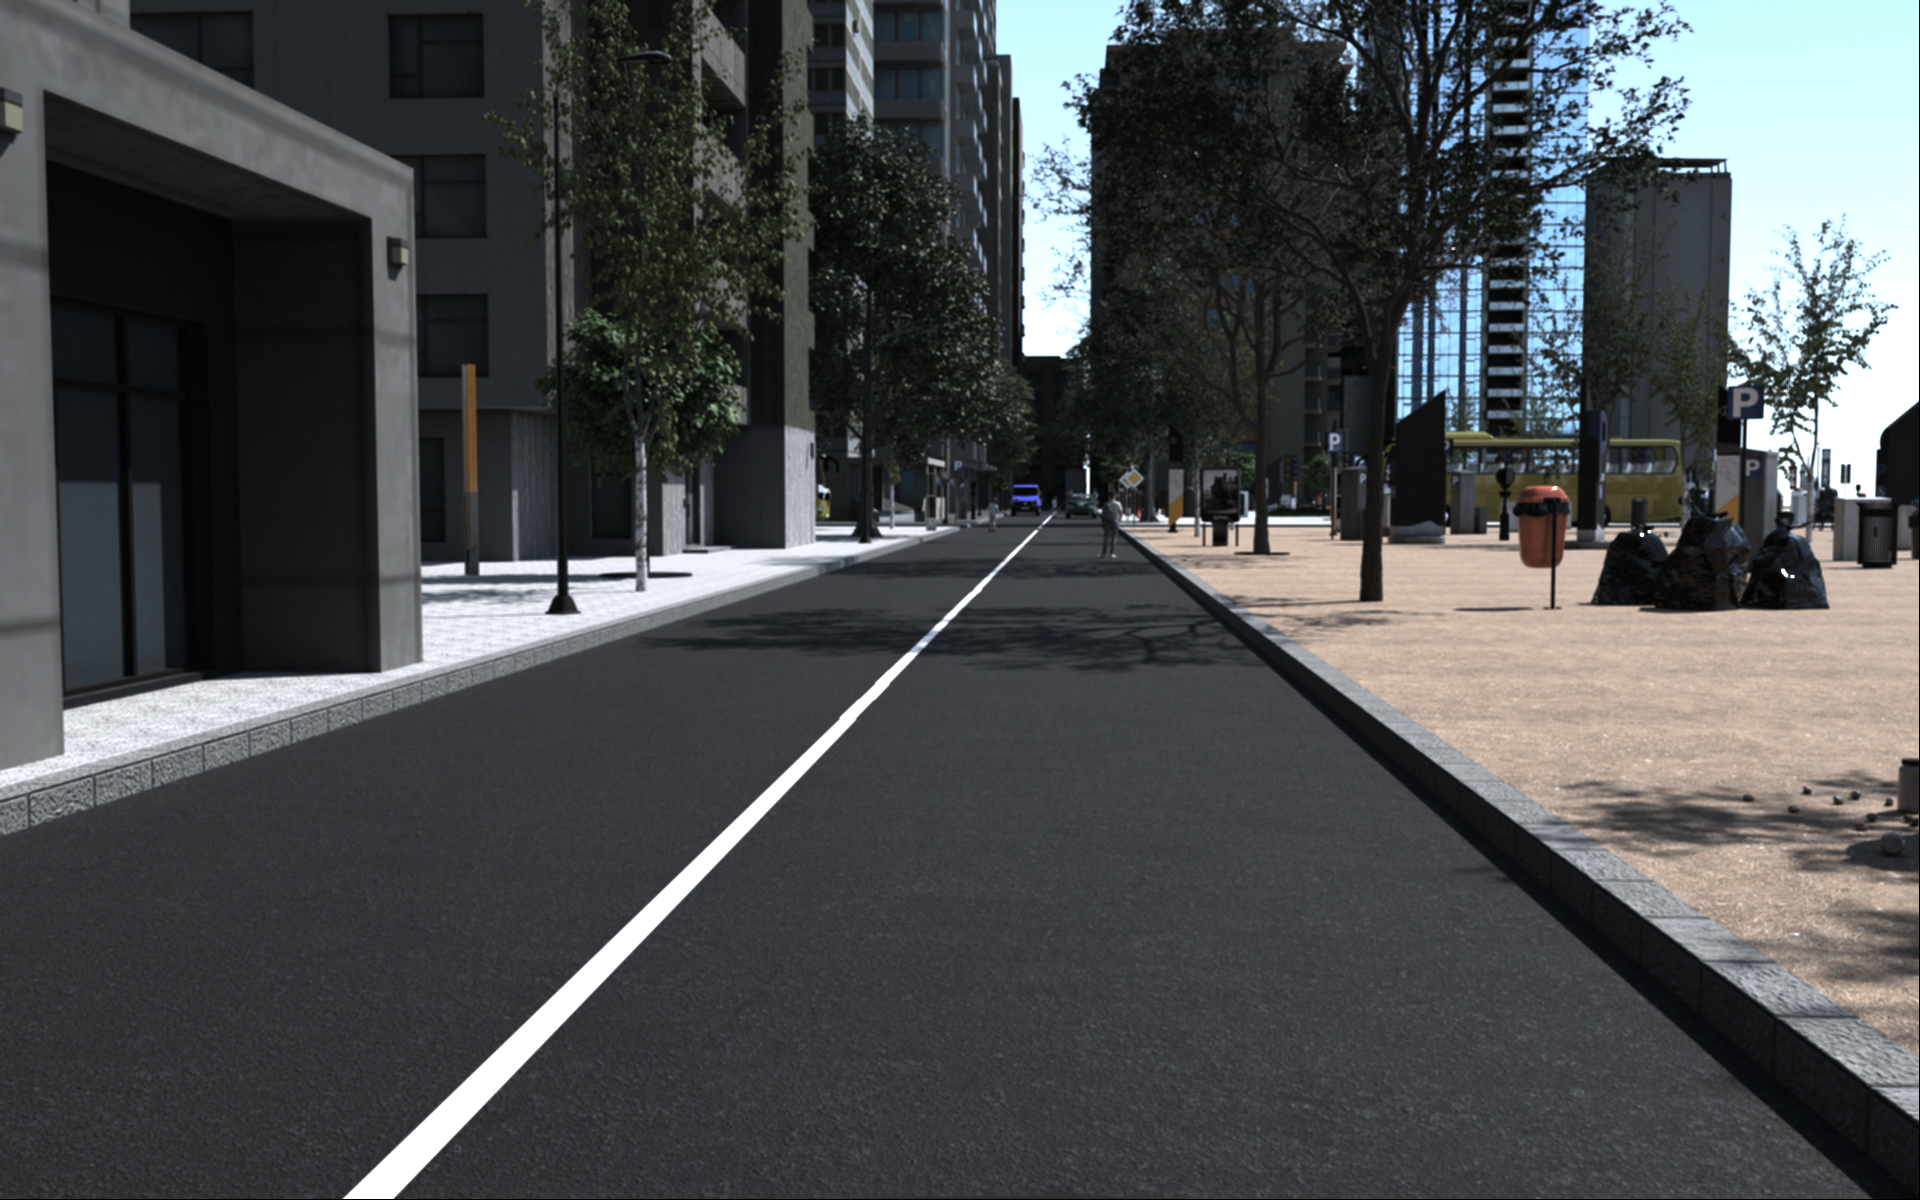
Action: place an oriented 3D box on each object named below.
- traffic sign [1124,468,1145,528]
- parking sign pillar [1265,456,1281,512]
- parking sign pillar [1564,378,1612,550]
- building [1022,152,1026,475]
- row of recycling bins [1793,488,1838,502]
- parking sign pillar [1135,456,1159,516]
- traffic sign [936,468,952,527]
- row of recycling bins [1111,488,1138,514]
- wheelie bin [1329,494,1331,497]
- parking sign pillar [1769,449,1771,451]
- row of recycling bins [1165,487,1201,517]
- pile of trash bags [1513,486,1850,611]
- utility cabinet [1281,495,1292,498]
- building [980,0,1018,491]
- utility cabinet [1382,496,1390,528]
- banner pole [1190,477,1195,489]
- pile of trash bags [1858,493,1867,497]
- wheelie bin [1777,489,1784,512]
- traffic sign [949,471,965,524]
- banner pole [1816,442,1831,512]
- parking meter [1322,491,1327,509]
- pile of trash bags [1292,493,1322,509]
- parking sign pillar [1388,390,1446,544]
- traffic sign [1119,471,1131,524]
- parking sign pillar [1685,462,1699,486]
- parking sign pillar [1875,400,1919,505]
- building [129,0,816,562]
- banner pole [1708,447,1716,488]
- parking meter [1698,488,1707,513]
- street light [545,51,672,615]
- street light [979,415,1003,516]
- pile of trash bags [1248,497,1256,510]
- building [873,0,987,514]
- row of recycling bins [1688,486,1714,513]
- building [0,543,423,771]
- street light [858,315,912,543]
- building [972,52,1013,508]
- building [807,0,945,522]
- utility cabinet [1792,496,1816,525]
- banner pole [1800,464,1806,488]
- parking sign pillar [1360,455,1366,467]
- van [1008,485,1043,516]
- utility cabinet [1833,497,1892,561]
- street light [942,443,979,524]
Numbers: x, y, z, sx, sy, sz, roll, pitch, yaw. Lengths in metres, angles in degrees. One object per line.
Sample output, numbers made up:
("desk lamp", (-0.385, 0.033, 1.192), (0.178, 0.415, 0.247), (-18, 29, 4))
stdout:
("traffic sign", (6.676, -3.838, 66.392), (0.795, 2.450, 0.064), (0, 4, 4))
("parking sign pillar", (22.207, -8.255, 123.443), (1.447, 3.967, 1.447), (-1, 4, -14))
("parking sign pillar", (14.847, -3.192, 40.655), (1.447, 3.967, 1.447), (2, 4, 29))
("building", (-7.276, -36.325, 213.526), (30.456, 49.044, 23.786), (0, 4, 4))
("row of recycling bins", (54.335, -6.301, 110.138), (1.069, 1.692, 3.534), (-1, 4, -16))
("parking sign pillar", (11.069, -6.986, 102.699), (1.447, 3.967, 1.447), (3, 4, 38))
("traffic sign", (-0.702, -3.869, 66.894), (0.795, 2.450, 0.064), (0, 4, 4))
("row of recycling bins", (10.790, -6.315, 110.369), (1.069, 1.692, 3.534), (3, 5, 42))
("wheelie bin", (22.344, -5.788, 102.534), (0.980, 1.594, 0.693), (2, 4, 28))
("parking sign pillar", (47.612, -7.011, 103.107), (1.447, 3.967, 1.447), (-2, 4, -24))
("row of recycling bins", (13.055, -5.408, 95.540), (3.534, 1.692, 1.069), (-1, 4, -12))
("pile of trash bags", (7.950, -0.613, 19.783), (3.447, 1.369, 1.912), (-1, 4, -11))
("utility cabinet", (24.505, -7.310, 130.680), (1.020, 1.237, 0.306), (0, 4, 6))
("building", (-4.579, -44.966, 173.449), (20.563, 71.187, 20.611), (0, 4, 4))
("utility cabinet", (15.263, -3.053, 61.074), (1.020, 1.237, 0.306), (-3, 4, -39))
("banner pole", (19.287, -9.411, 143.883), (0.401, 3.779, 0.863), (-2, 4, -34))
("pile of trash bags", (47.503, -5.036, 92.088), (3.447, 1.369, 1.912), (1, 4, 12))
("wheelie bin", (47.396, -5.666, 100.550), (0.693, 1.594, 0.980), (3, 5, 41))
("traffic sign", (-0.179, -4.356, 74.862), (0.795, 2.450, 0.064), (0, 4, 4))
("banner pole", (41.698, -5.733, 83.757), (0.863, 3.779, 0.401), (0, 4, -2))
("parking meter", (27.680, -7.537, 131.641), (0.372, 1.533, 0.369), (0, 3, 0))
("pile of trash bags", (27.643, -7.808, 137.406), (1.912, 1.369, 3.447), (-2, 4, -33))
("parking sign pillar", (11.857, -3.450, 44.877), (1.447, 3.967, 1.447), (0, 4, -8))
("traffic sign", (7.198, -4.325, 74.360), (0.795, 2.450, 0.064), (0, 4, 4))
("parking sign pillar", (60.070, -9.417, 142.438), (1.447, 3.967, 1.447), (-2, 4, -26))
("parking sign pillar", (26.216, -3.659, 48.303), (1.447, 3.967, 1.447), (-1, 4, -18))
("building", (-11.230, -16.288, 38.008), (14.160, 30.474, 14.107), (0, 4, 4))
("banner pole", (35.715, -5.618, 81.863), (0.863, 3.779, 0.401), (-1, 4, -22))
("parking meter", (33.578, -4.276, 78.331), (0.372, 1.533, 0.369), (0, 3, 0))
("street light", (-3.723, -2.804, 18.381), (1.470, 5.913, 1.316), (0, 4, 4))
("street light", (1.704, -7.878, 101.349), (1.470, 5.913, 1.316), (0, 4, 4))
("pile of trash bags", (22.844, -7.878, 138.563), (1.912, 1.369, 3.447), (1, 4, 10))
("building", (-9.642, -30.664, 120.971), (23.786, 49.044, 30.456), (0, 4, 4))
("row of recycling bins", (38.110, -4.950, 88.041), (1.069, 1.692, 3.534), (0, 4, -4))
("building", (-14.577, -34.798, 7.207), (20.563, 71.187, 20.611), (0, 4, 4))
("street light", (-1.940, -4.435, 45.056), (1.470, 5.913, 1.316), (0, 4, 4))
("building", (-2.508, -28.947, 156.876), (14.154, 41.232, 14.086), (0, 4, 4))
("building", (-17.215, -24.136, 86.501), (32.217, 40.220, 23.993), (0, 4, 4))
("utility cabinet", (35.489, -3.774, 72.870), (1.020, 1.237, 0.306), (-1, 4, -23))
("banner pole", (61.629, -8.341, 126.388), (0.863, 3.779, 0.401), (-1, 4, -12))
("parking sign pillar", (27.534, -7.976, 118.874), (1.447, 3.967, 1.447), (0, 4, 2))
("van", (4.351, -6.735, 114.506), (2.240, 2.365, 5.245), (0, 4, 3))
("utility cabinet", (17.405, -1.361, 33.414), (1.020, 1.237, 0.306), (-1, 4, -9))
("street light", (-0.068, -6.247, 74.672), (1.470, 5.913, 1.316), (0, 4, 4))
